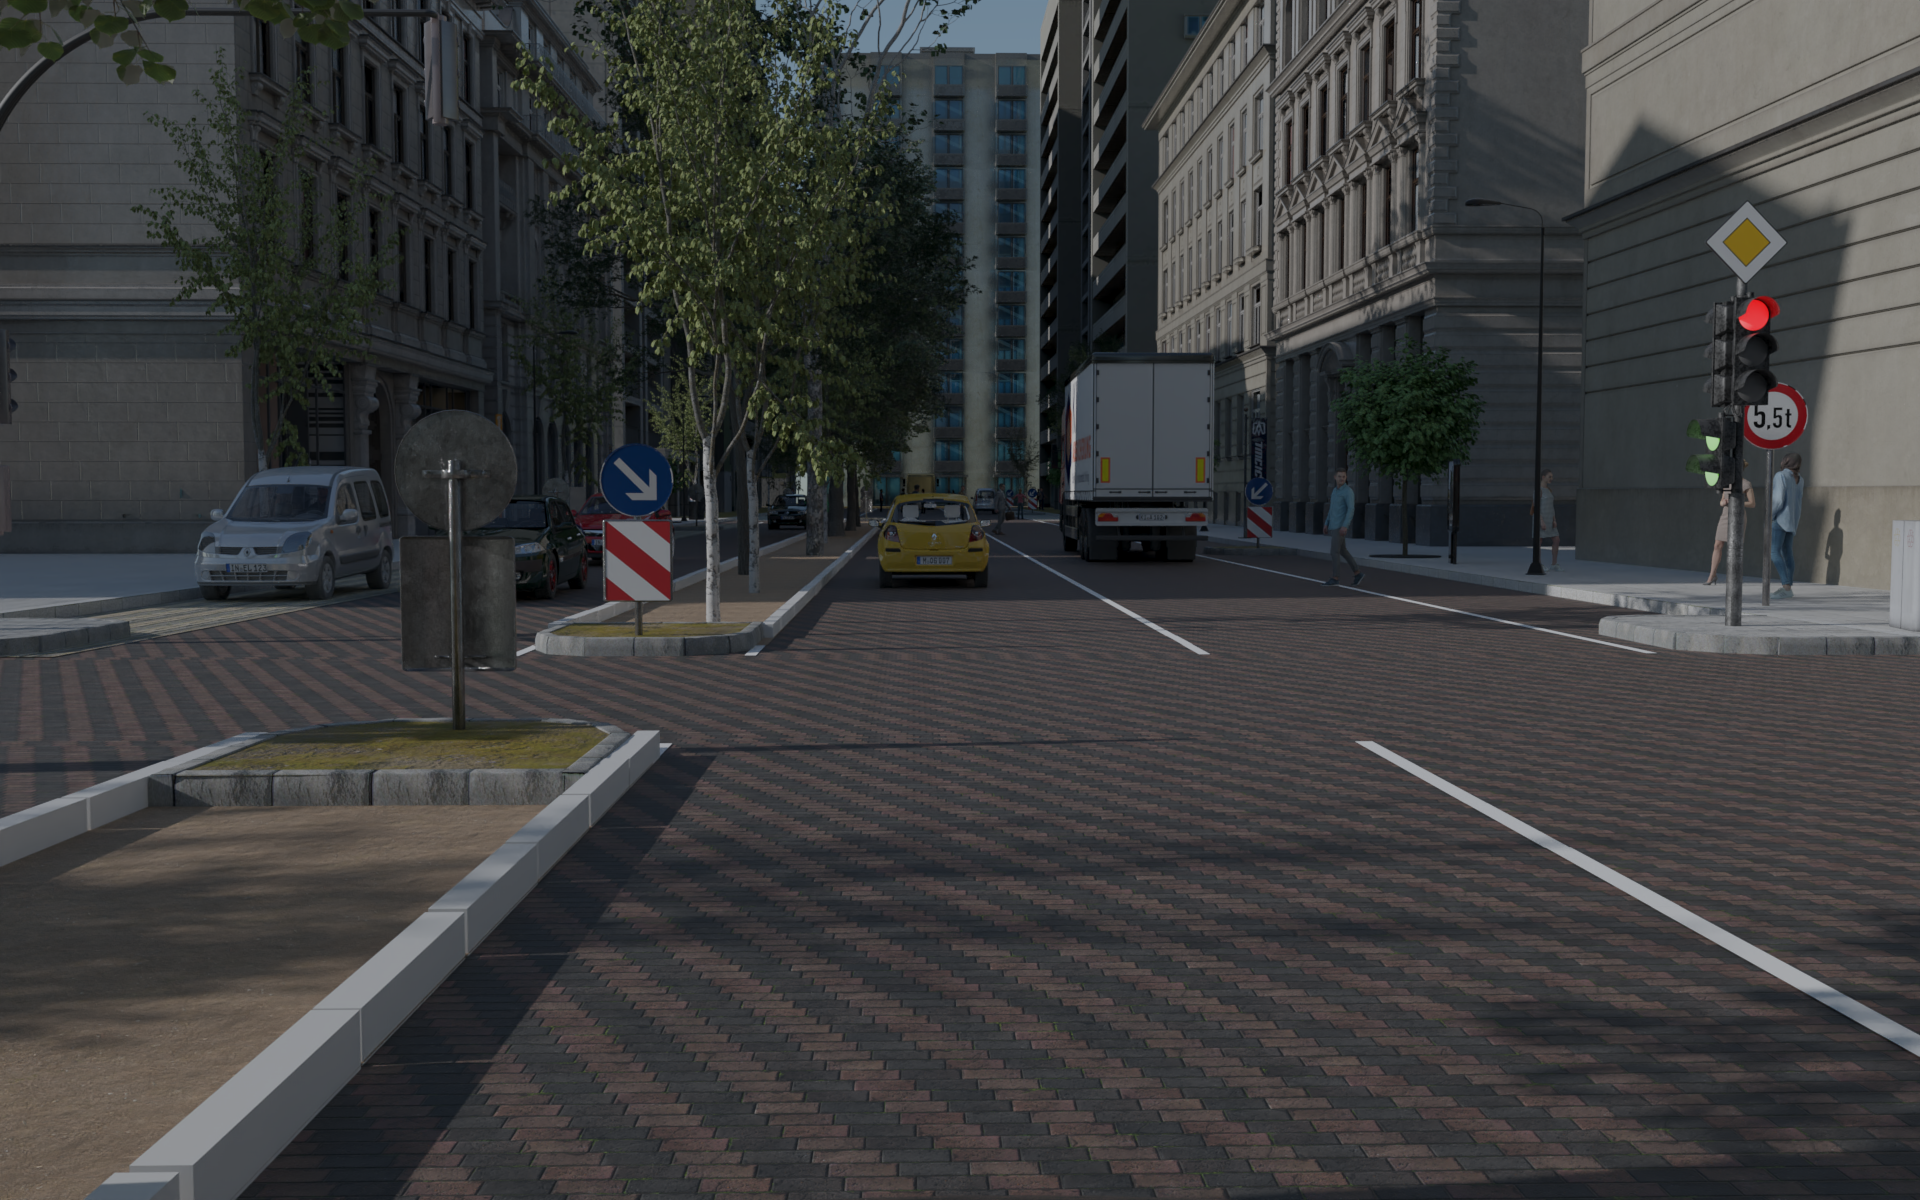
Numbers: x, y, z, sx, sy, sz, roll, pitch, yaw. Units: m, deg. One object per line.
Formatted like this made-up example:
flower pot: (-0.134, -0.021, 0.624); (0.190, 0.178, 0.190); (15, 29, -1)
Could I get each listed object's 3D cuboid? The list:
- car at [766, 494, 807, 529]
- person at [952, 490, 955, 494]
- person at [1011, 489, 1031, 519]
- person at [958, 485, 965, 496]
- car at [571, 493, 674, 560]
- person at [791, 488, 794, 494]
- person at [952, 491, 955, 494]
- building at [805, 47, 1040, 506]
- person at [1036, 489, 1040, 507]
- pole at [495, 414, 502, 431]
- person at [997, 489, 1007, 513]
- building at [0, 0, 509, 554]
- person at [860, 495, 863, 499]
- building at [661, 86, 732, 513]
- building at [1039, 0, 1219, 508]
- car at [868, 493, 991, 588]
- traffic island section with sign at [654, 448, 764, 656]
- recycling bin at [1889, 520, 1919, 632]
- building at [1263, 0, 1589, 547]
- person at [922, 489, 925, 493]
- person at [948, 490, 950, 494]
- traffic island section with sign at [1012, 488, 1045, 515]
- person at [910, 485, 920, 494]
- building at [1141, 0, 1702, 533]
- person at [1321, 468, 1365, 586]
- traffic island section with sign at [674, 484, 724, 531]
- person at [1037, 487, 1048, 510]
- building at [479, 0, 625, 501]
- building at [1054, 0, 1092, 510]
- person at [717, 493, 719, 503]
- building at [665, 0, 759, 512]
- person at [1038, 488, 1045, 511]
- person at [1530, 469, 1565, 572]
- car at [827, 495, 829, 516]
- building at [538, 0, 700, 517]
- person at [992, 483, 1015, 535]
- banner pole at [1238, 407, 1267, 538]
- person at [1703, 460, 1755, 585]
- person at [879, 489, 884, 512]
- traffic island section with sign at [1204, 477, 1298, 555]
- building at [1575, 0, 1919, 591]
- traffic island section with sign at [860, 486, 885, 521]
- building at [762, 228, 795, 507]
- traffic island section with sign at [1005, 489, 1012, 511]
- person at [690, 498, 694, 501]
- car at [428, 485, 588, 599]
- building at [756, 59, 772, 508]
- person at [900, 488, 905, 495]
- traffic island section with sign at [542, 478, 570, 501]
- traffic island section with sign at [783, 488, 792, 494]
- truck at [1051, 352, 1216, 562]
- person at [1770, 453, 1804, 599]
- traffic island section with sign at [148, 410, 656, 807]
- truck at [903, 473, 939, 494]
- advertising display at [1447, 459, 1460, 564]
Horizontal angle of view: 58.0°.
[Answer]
car: (-6.936, -3.762, 71.297); (2.009, 1.686, 4.222); (0, 4, -1)
person: (-0.636, -9.080, 156.982); (1.348, 1.821, 0.705); (3, 5, 42)
person: (3.459, -5.467, 98.607); (1.217, 1.743, 0.721); (1, 4, 15)
person: (0.027, -4.429, 80.825); (0.836, 1.842, 0.656); (-1, 4, -18)
car: (-7.065, -1.662, 36.215); (2.155, 1.783, 4.494); (0, 4, -3)
person: (-11.660, -6.930, 121.680); (0.599, 1.838, 0.709); (-1, 4, -12)
person: (-0.661, -8.594, 149.718); (0.721, 1.736, 1.217); (-2, 4, -33)
building: (-1.502, -34.797, 188.531); (30.456, 49.044, 23.786); (0, 4, -2)
person: (6.503, -8.402, 144.247); (1.217, 1.723, 0.721); (-1, 4, -11)
pole: (-11.780, -3.086, 44.305); (0.158, 3.312, 0.155); (0, 3, 0)
person: (2.897, -7.306, 127.965); (1.348, 1.822, 0.705); (-2, 4, -34)
building: (-19.764, -11.436, 37.886); (10.553, 20.767, 40.483); (0, 4, -2)
person: (-9.163, -9.293, 161.222); (0.721, 1.735, 1.217); (0, 4, 7)
building: (-23.524, -21.221, 118.669); (14.160, 30.474, 14.107); (0, 4, -2)
building: (18.520, -32.468, 154.553); (21.300, 48.544, 21.600); (0, 4, -2)
car: (-0.472, -1.081, 27.904); (2.015, 1.641, 3.980); (0, 4, -3)
traffic island section with sign: (-2.920, -0.496, 16.246); (2.006, 1.907, 1.989); (0, 4, -2)
recycling bin: (9.300, -0.234, 16.375); (0.722, 1.027, 0.722); (1, 4, 10)
building: (16.005, -13.580, 50.916); (11.050, 23.489, 19.941); (0, 4, -2)
person: (-2.691, -7.139, 125.155); (1.348, 1.831, 0.705); (-3, 5, -44)
person: (-1.005, -9.485, 163.712); (0.705, 1.807, 1.348); (-1, 4, -18)
traffic island section with sign: (4.804, -6.725, 118.585); (1.989, 1.847, 2.006); (0, 4, -2)
person: (-1.643, -3.323, 63.172); (0.623, 1.781, 0.721); (0, 4, 3)
building: (18.041, -14.922, 77.255); (16.112, 22.955, 30.059); (0, 4, -2)
person: (5.972, -1.133, 26.888); (0.748, 1.841, 0.638); (0, 4, -2)
traffic island section with sign: (-10.357, -3.640, 68.147); (1.989, 1.847, 2.006); (0, 4, -2)
person: (6.714, -8.326, 142.182); (0.705, 1.824, 1.348); (-2, 4, -35)
building: (-21.929, -13.958, 70.014); (13.314, 21.916, 24.055); (0, 4, -2)
building: (18.289, -42.462, 132.501); (20.563, 71.187, 20.611); (0, 4, -2)
person: (-15.539, -6.260, 108.953); (0.434, 1.755, 0.990); (3, 5, 39)
building: (-27.510, -31.323, 135.837); (21.300, 48.544, 21.600); (0, 4, -2)
person: (6.410, -7.858, 135.056); (0.617, 1.759, 0.750); (-1, 4, -18)
person: (9.685, -1.324, 28.698); (0.512, 1.701, 0.522); (-3, 4, -38)
car: (-8.911, -6.065, 107.964); (1.959, 1.807, 4.718); (0, 4, -1)
building: (-26.140, -40.475, 100.023); (20.563, 71.187, 20.611); (0, 4, -2)
person: (1.471, -3.205, 61.025); (0.853, 1.813, 0.709); (1, 4, 22)
banner pole: (8.465, -3.669, 50.007); (0.863, 3.779, 0.401); (2, 4, 24)
person: (10.726, -1.086, 24.141); (0.374, 1.781, 0.599); (-2, 4, -32)
person: (-6.181, -7.854, 136.877); (0.705, 1.831, 1.348); (0, 3, 0)
traffic island section with sign: (6.899, -2.008, 41.457); (1.989, 1.847, 2.006); (0, 4, -2)
building: (26.490, -11.812, 26.413); (30.059, 22.955, 16.112); (0, 4, -2)
traffic island section with sign: (-4.960, -5.090, 91.357); (2.006, 1.907, 1.989); (0, 4, -2)
building: (-24.849, -25.188, 183.518); (14.107, 30.474, 14.160); (0, 4, -2)
traffic island section with sign: (4.053, -8.411, 146.140); (1.989, 1.847, 2.006); (0, 4, -2)
person: (-13.691, -5.083, 89.748); (0.643, 1.750, 0.593); (2, 4, 32)
car: (-6.449, -0.916, 24.771); (2.009, 1.686, 4.222); (0, 4, -3)
building: (-24.480, -29.007, 157.862); (14.086, 41.232, 14.154); (0, 4, -2)
person: (-4.133, -7.270, 126.999); (0.705, 1.869, 1.348); (-3, 5, -43)
traffic island section with sign: (-9.616, -1.981, 41.022); (1.989, 1.847, 2.006); (0, 4, -2)
traffic island section with sign: (-11.706, -6.699, 118.150); (1.989, 1.847, 2.006); (0, 4, -2)
truck: (3.783, -3.120, 39.918); (2.839, 4.237, 11.283); (0, 4, 0)
person: (10.179, -0.921, 21.359); (0.793, 1.790, 0.793); (1, 4, 21)
traffic island section with sign: (-2.730, -0.043, 8.841); (2.006, 1.907, 1.989); (0, 4, -2)
truck: (-3.647, -10.116, 161.316); (3.469, 3.379, 9.791); (0, 4, -1)
advertising display: (9.117, -1.639, 32.009); (0.123, 1.923, 0.974); (1, 4, 10)
